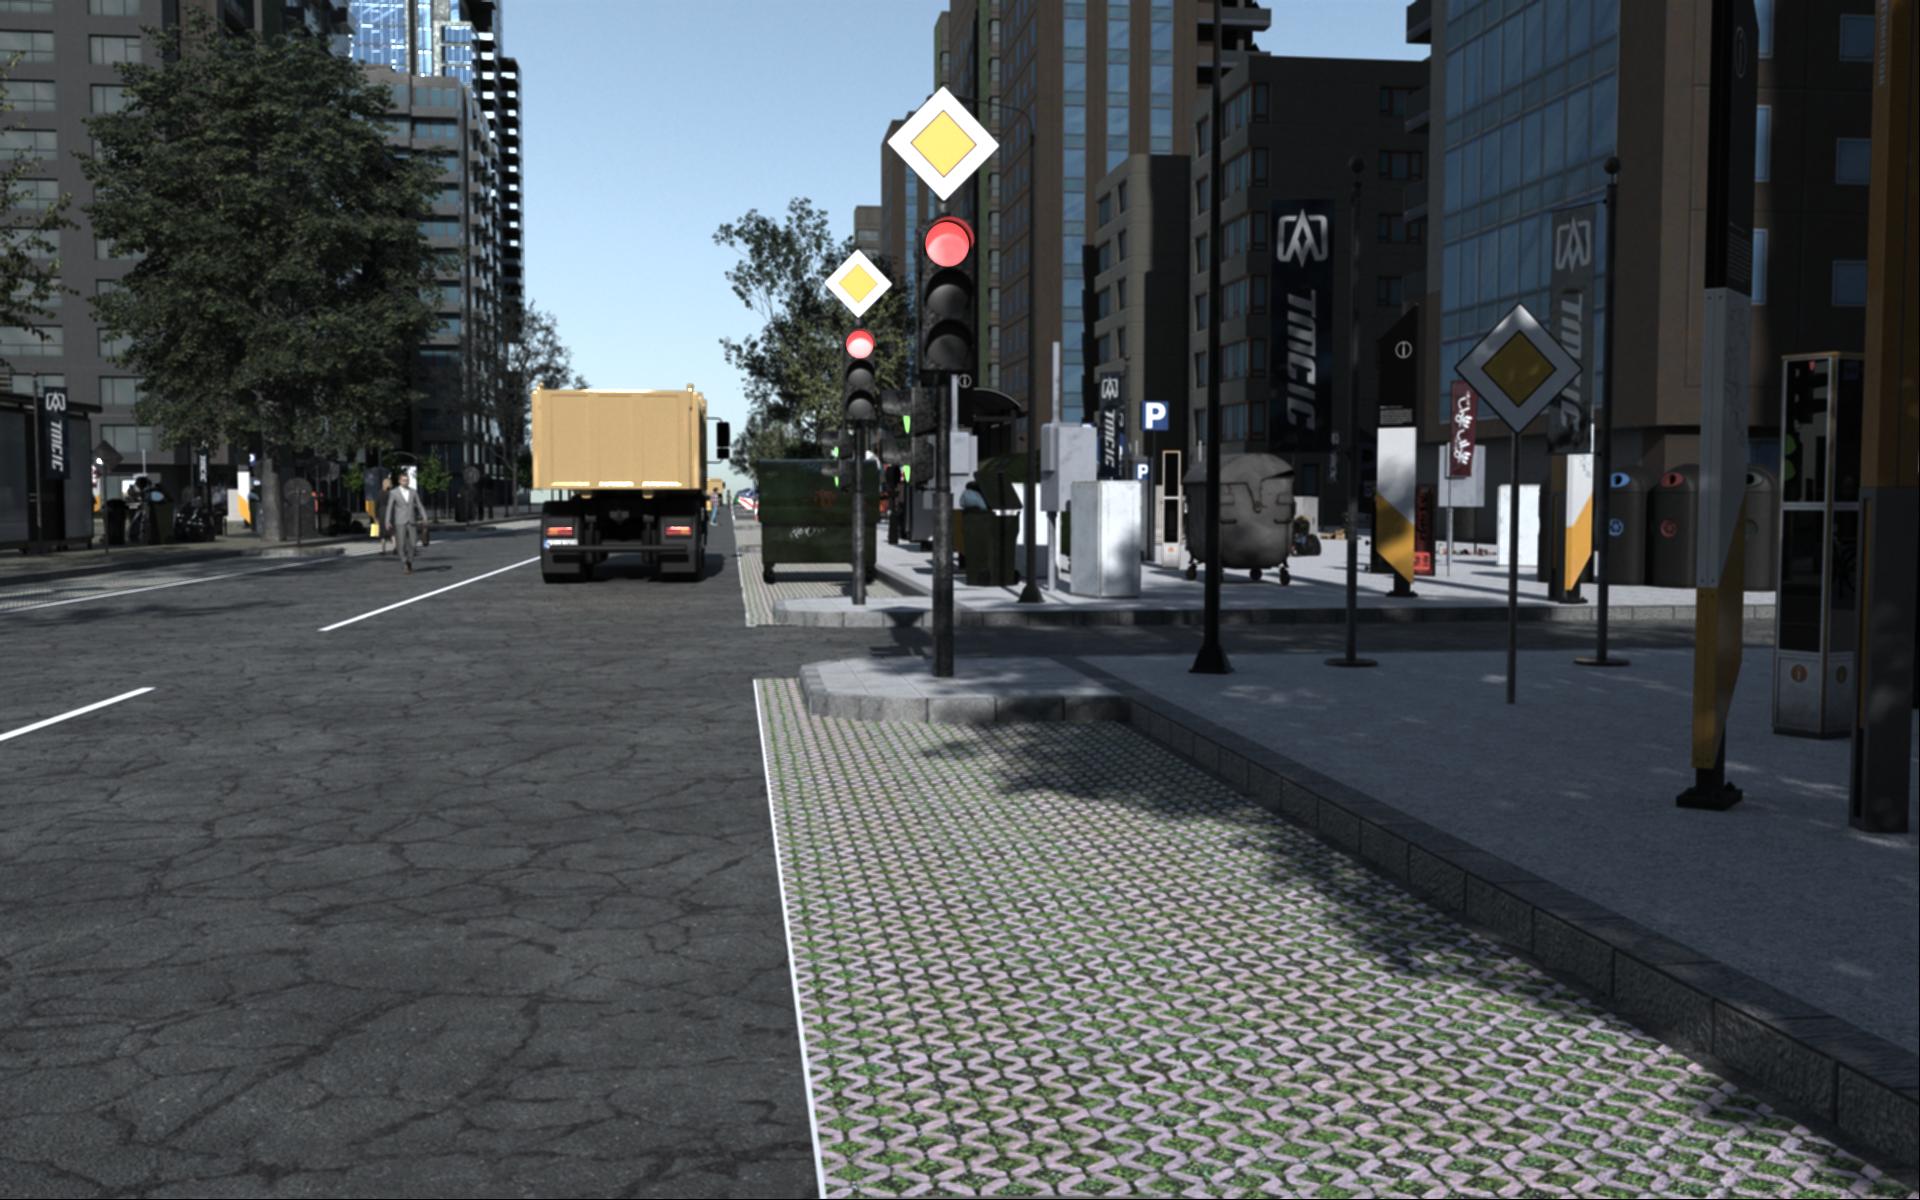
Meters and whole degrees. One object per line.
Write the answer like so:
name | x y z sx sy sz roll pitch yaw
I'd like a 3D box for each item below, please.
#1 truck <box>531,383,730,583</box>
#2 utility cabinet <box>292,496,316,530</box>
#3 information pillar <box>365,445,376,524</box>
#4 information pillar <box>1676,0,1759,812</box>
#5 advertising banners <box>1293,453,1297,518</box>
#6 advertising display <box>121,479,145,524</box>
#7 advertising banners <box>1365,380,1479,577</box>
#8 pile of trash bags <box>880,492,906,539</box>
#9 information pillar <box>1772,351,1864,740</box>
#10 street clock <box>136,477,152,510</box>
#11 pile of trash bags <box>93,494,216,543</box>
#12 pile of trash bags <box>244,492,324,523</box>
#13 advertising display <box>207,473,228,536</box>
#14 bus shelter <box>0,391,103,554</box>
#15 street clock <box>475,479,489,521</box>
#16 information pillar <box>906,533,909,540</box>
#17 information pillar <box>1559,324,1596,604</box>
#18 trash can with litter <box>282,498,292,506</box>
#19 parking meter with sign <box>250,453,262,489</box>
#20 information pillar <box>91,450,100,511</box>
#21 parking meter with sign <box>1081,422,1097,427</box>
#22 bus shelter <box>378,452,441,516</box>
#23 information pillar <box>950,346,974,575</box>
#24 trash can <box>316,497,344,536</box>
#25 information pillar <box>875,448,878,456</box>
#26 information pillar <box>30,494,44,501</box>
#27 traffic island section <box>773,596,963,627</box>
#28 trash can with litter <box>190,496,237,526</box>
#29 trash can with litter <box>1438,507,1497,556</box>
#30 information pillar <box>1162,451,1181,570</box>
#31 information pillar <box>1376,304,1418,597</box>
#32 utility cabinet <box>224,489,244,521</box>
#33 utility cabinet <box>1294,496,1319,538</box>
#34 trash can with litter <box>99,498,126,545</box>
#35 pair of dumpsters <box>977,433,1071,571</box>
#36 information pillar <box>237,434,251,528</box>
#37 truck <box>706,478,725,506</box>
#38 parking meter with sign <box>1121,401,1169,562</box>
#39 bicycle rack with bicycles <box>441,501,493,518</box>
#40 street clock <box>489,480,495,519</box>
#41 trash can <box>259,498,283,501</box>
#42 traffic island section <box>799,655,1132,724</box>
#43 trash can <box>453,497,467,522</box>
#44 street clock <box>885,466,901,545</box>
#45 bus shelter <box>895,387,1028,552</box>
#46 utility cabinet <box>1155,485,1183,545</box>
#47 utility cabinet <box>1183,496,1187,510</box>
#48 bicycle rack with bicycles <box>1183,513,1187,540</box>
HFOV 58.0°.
truck | -5.939 -2.179 31.548 3.469 3.379 9.791 0 4 -7
utility cabinet | -23.500 -3.111 62.019 0.306 1.237 1.020 1 4 14
information pillar | -25.055 -5.026 73.536 0.183 3.616 0.504 1 4 17
information pillar | 3.157 -0.965 7.141 0.183 3.616 0.504 3 4 36
advertising banners | 12.481 -4.183 64.581 0.090 3.025 2.074 1 4 15
advertising display | -35.643 -4.249 74.693 0.974 1.923 0.123 0 4 0
advertising banners | 7.244 -1.895 27.177 0.090 3.025 2.074 -3 5 -39
pile of trash bags | -0.279 -2.476 50.241 3.447 1.369 1.912 -2 4 -31
information pillar | 4.544 -0.285 9.153 0.304 2.012 0.304 -2 4 -30
street clock | -33.975 -4.123 71.978 0.358 2.002 0.471 1 4 17
pile of trash bags | -21.605 -2.206 45.814 3.447 1.369 1.912 -2 4 -29
pile of trash bags | -30.408 -4.189 78.246 1.912 1.369 3.447 3 5 42
advertising display | -22.986 -2.961 53.629 0.123 1.923 0.974 0 4 7
bus shelter | -20.551 -3.576 36.098 2.179 5.291 8.768 0 4 -8
street clock | -23.044 -4.807 83.166 0.358 2.002 0.471 2 4 30
information pillar | -1.306 -2.673 48.188 0.304 2.012 0.304 1 4 18
information pillar | 7.256 -1.768 20.266 0.504 3.616 0.183 -3 5 -43
trash can with litter | -24.394 -3.091 61.921 1.055 1.170 0.624 0 4 -8
parking meter with sign | -29.991 -4.731 73.620 0.543 3.016 1.738 -3 4 -36
information pillar | -44.152 -5.932 88.337 0.183 3.616 0.504 3 5 39
parking meter with sign | 2.460 -2.785 41.803 1.738 3.016 0.543 -3 4 -36
bus shelter | -27.300 -5.639 86.118 2.014 3.302 5.546 0 4 -7
information pillar | -0.005 -2.209 27.467 0.504 3.616 0.183 -1 4 -14
trash can | -19.357 -2.535 53.099 0.748 1.137 0.748 0 3 0
information pillar | -4.270 -5.870 87.336 0.183 3.616 0.504 -2 4 -24
information pillar | -34.885 -4.528 65.384 0.504 3.616 0.183 -1 4 -16
traffic island section | -1.151 0.132 20.121 2.009 0.180 2.903 0 4 -8
trash can with litter | -29.843 -3.515 68.523 2.233 1.210 1.678 0 4 -1
trash can with litter | 10.955 -1.553 36.453 2.233 1.210 1.678 3 4 36
information pillar | 3.601 -1.530 29.508 0.304 2.012 0.304 0 4 8
information pillar | 5.457 -1.849 21.591 0.504 3.616 0.183 3 4 36
utility cabinet | -33.429 -4.370 80.124 1.173 1.500 0.318 -1 4 -14
utility cabinet | 9.372 -2.184 46.871 0.306 1.237 1.020 2 4 34
trash can with litter | -21.505 -1.981 43.780 0.624 1.170 1.055 -3 5 -45
pair of dumpsters | 1.042 -1.661 29.644 1.574 2.255 4.437 0 4 -8
information pillar | -26.661 -4.476 64.533 0.504 3.616 0.183 1 4 11
truck | -30.601 -13.298 213.353 3.469 3.379 9.791 -1 4 -9
parking meter with sign | 3.423 -2.269 33.353 0.543 3.016 1.738 -1 4 -16
bicycle rack with bicycles | -25.924 -4.778 91.505 2.852 0.926 2.925 -2 4 -32
street clock | -24.221 -5.181 89.275 0.471 2.002 0.358 -2 4 -26
trash can | -22.741 -2.787 57.222 0.748 1.137 0.748 0 3 0
traffic island section | -0.097 0.616 12.205 2.009 0.180 2.903 0 4 -8
trash can | -22.702 -4.111 78.861 0.748 1.137 0.748 0 3 0
street clock | -1.692 -2.411 43.991 0.358 2.002 0.471 2 4 25
bus shelter | -0.005 -2.549 35.593 2.014 3.302 5.546 0 4 -8
utility cabinet | 4.994 -2.132 43.534 1.173 1.500 0.318 1 4 14
utility cabinet | 7.845 -2.989 60.033 0.306 1.237 1.020 2 4 30
bicycle rack with bicycles | 5.760 -2.102 47.748 2.852 0.926 2.925 -1 4 -22
